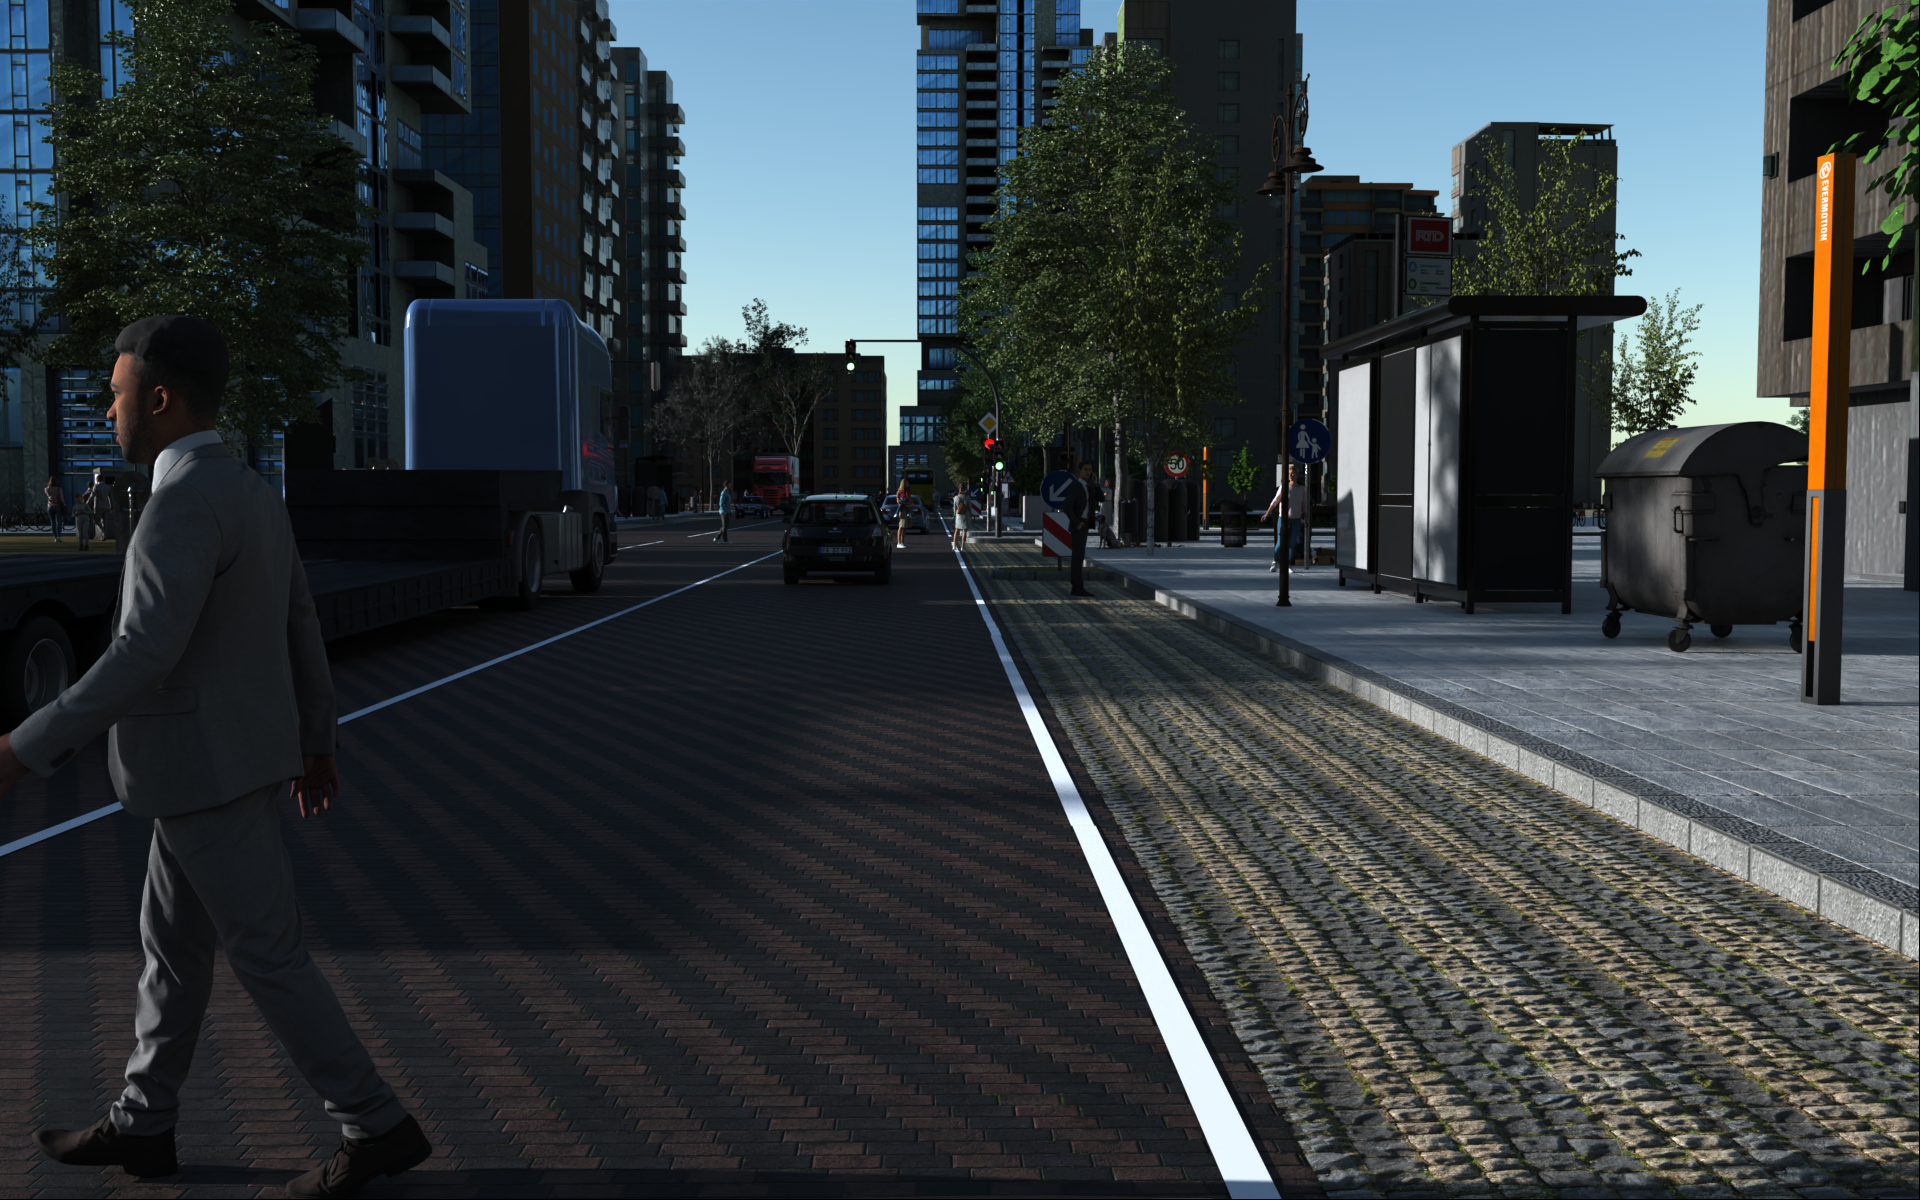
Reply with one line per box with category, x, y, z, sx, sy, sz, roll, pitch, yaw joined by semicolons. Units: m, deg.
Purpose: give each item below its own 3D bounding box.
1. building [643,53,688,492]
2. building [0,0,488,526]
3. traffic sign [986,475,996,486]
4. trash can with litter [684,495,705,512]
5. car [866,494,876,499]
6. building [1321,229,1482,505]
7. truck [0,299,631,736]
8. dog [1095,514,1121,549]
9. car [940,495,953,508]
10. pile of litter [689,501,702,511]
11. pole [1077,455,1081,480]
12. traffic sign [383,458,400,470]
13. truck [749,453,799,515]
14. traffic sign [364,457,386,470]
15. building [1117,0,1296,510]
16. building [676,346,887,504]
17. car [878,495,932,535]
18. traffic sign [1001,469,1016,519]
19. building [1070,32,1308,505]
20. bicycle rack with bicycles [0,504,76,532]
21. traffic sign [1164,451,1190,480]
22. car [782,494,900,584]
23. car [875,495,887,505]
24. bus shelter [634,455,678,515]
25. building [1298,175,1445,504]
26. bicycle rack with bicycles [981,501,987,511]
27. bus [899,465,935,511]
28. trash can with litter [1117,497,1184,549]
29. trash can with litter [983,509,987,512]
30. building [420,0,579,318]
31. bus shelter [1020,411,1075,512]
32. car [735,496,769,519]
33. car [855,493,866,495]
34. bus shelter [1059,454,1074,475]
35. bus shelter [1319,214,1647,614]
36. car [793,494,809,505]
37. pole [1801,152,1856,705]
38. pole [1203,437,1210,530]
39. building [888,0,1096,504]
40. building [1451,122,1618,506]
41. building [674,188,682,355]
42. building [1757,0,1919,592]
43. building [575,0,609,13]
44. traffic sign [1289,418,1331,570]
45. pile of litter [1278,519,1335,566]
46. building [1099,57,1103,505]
building;-45.334;-34.656;186.238;30.456;49.044;23.786;0;4;-1
building;-36.301;-47.120;83.076;22.319;86.520;31.000;0;4;-1
traffic sign;1.976;-6.887;112.707;0.768;2.556;0.104;0;4;4
trash can with litter;-19.574;-7.003;125.564;2.233;1.210;1.678;2;4;28
car;-10.225;-11.405;195.510;2.155;1.783;4.494;0;4;-1
building;48.822;-25.756;192.816;14.107;30.474;14.160;0;4;-1
truck;-6.414;-1.735;18.134;2.967;4.110;18.799;0;4;-1
dog;3.540;-1.582;40.245;0.800;0.831;0.513;1;4;11
car;-1.263;-10.430;183.111;1.945;1.354;3.894;0;4;-1
pile of litter;-19.738;-7.044;129.129;1.176;0.858;1.719;0;4;3
pole;6.195;-5.908;90.439;0.158;3.312;0.155;0;3;0
traffic sign;-20.179;-3.737;61.207;0.768;2.556;0.104;0;4;5
truck;-12.721;-8.005;119.800;2.839;4.237;11.283;0;4;-1
traffic sign;-20.105;-3.633;59.513;0.768;2.556;0.104;0;4;3
building;20.062;-28.336;146.887;14.154;41.232;14.086;0;4;-1
building;-25.055;-24.319;242.652;28.899;21.520;27.650;0;4;-1
car;-2.017;-3.090;62.530;2.014;1.417;4.499;0;4;0
traffic sign;2.471;-5.415;88.538;0.884;2.594;0.081;0;4;7
building;23.513;-34.519;183.987;23.786;49.044;30.456;0;4;-1
bicycle rack with bicycles;-32.049;-2.825;59.578;2.925;0.926;2.852;-2;4;-24
traffic sign;6.453;-3.148;51.570;0.768;2.556;0.104;0;4;2
car;-2.011;-1.173;28.959;2.009;1.686;4.222;0;4;-2
car;-8.336;-10.515;184.496;1.945;1.354;3.894;0;4;-3
bus shelter;-18.516;-7.008;105.862;1.731;3.624;6.357;0;4;-1
building;50.572;-35.848;240.745;28.867;44.769;22.147;0;4;-1
bicycle rack with bicycles;2.907;-7.216;131.358;2.852;0.926;2.925;-2;4;-33
bus;-3.619;-9.531;147.373;2.896;3.916;12.252;0;4;-3
trash can with litter;4.470;-1.878;41.763;2.233;1.210;1.678;-1;4;-16
trash can with litter;2.417;-7.011;125.689;1.678;1.210;2.233;-1;4;-19
building;-33.764;-28.429;114.924;14.600;45.320;14.200;0;4;-1
bus shelter;3.966;-6.305;80.723;2.179;5.291;8.768;0;4;-1
car;-12.177;-5.445;101.609;1.945;1.354;3.894;0;4;-1
car;-9.690;-9.633;167.086;1.945;1.707;3.694;0;4;-1
bus shelter;5.457;-6.557;98.485;1.731;3.624;6.357;0;4;-1
bus shelter;6.116;-2.750;22.596;2.179;5.291;8.768;0;4;-1
car;-16.624;-10.577;181.737;1.959;1.807;4.718;0;4;0
pole;5.268;-1.019;10.506;0.158;3.312;0.155;0;3;0
pole;8.773;-4.149;61.675;0.158;3.312;0.155;0;3;0
building;5.776;-56.631;238.590;31.000;86.520;22.319;0;4;-1
building;63.550;-31.188;193.523;14.086;41.232;14.154;0;4;-1
building;-50.246;-37.582;238.163;21.600;48.544;21.300;0;4;-1
building;19.528;-15.450;24.309;14.160;30.474;14.107;0;4;-1
building;-41.747;-32.324;148.109;23.786;49.044;30.456;0;4;-1
traffic sign;5.875;-1.785;29.290;0.768;2.556;0.104;0;4;6
pile of litter;6.428;-1.075;31.548;1.719;0.858;1.176;-2;4;-31
building;19.944;-29.255;161.922;14.154;41.232;14.086;0;4;-1
